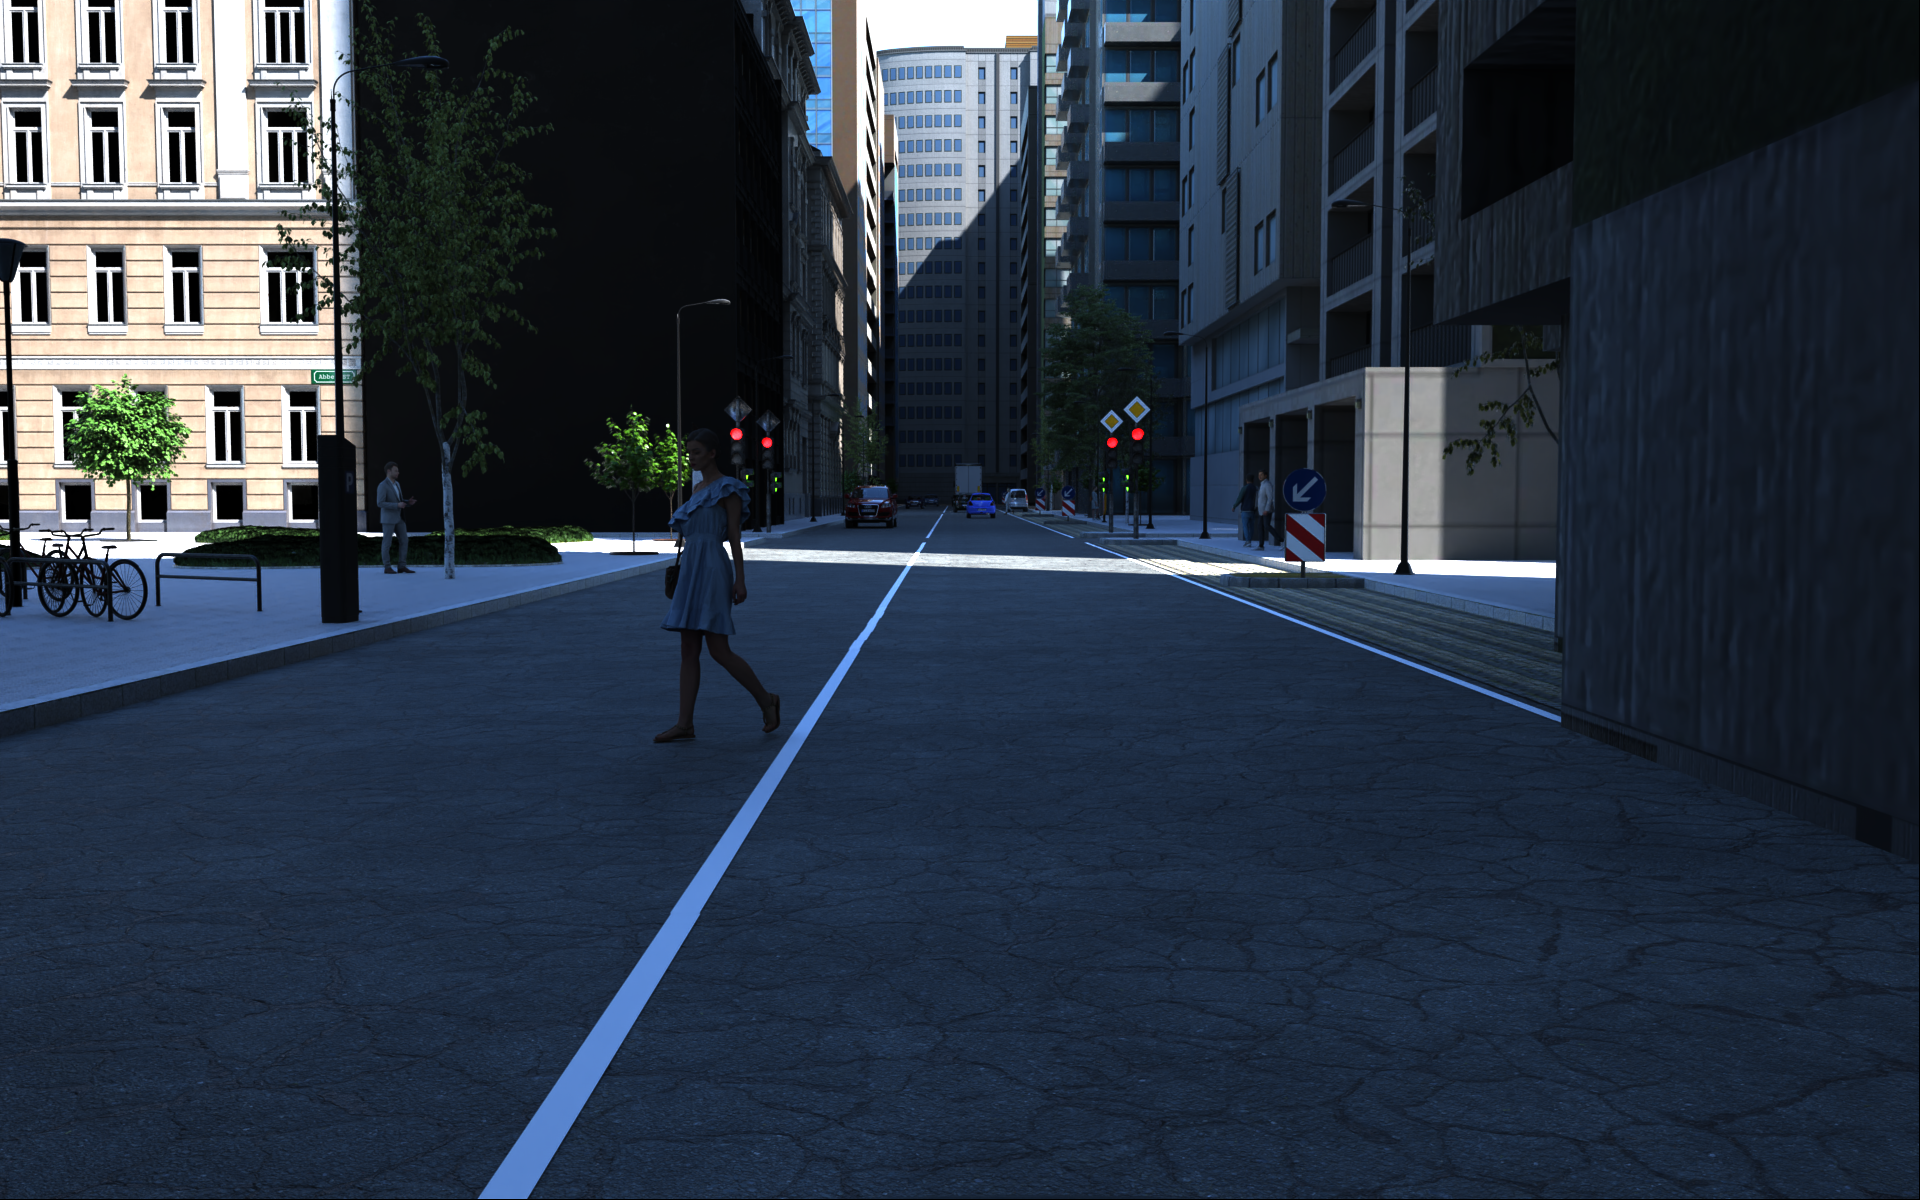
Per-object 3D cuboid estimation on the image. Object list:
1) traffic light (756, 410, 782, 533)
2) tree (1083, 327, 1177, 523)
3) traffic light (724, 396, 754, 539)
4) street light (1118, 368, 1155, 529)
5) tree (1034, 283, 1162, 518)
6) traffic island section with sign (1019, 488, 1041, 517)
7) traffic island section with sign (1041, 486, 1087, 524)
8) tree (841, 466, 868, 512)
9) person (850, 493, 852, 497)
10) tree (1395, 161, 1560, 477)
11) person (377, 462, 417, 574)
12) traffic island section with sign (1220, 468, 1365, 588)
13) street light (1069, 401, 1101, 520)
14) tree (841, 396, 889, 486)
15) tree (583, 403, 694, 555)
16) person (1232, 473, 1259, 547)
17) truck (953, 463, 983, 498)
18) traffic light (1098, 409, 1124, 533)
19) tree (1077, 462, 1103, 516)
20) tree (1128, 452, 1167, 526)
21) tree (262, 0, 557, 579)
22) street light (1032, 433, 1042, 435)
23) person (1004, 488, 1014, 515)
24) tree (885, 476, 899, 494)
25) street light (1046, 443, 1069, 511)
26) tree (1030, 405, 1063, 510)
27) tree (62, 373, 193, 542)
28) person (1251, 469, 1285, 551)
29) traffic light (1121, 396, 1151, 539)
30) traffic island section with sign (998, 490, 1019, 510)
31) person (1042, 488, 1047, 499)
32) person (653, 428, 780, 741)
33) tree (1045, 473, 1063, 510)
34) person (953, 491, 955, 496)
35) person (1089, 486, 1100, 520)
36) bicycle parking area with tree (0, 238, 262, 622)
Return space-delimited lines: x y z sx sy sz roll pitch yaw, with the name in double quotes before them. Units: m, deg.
"traffic light" -6.349 -4.197 57.541 0.839 4.253 0.868 0 4 0
"tree" 7.309 -7.635 75.189 4.360 8.622 3.978 0 3 0
"traffic light" -6.328 -3.709 49.555 0.839 4.253 0.868 0 4 0
"street light" 6.488 -5.582 63.811 1.470 5.913 1.316 0 4 0
"tree" 7.417 -10.735 93.639 7.486 12.596 7.792 0 3 0
"traffic island section with sign" 4.922 -6.168 109.467 1.989 1.847 2.006 0 4 0
"traffic island section with sign" 4.992 -4.506 82.299 1.989 1.847 2.006 0 4 0
"tree" -7.371 -7.615 119.114 1.663 3.219 1.824 0 3 0
"person" -7.887 -7.294 125.567 0.573 1.790 0.520 -2 4 -34
"tree" 7.958 -4.415 22.545 4.360 8.622 3.978 0 3 0
"person" -9.068 -1.325 27.907 0.583 1.804 0.606 1 4 10
"traffic island section with sign" 5.135 -1.131 27.122 1.989 1.847 2.006 0 4 0
"street light" 6.370 -6.978 86.633 1.470 5.913 1.316 0 4 0
"tree" -7.091 -10.958 129.523 4.737 8.622 4.395 0 3 0
"tree" -6.893 -2.582 36.811 1.663 3.219 1.824 0 3 0
"person" 7.009 -2.177 41.985 0.623 1.781 0.721 -2 4 -32
"truck" 0.772 -10.702 163.892 2.839 4.237 11.283 0 3 0
"traffic light" 5.013 -4.200 57.586 0.839 4.253 0.868 0 4 0
"tree" 7.875 -6.498 100.835 1.663 3.219 1.824 0 3 0
"tree" 7.315 -4.644 70.525 1.663 3.219 1.824 0 3 0
"tree" -7.859 -4.615 25.811 4.737 8.622 4.395 0 3 0
"street light" 6.185 -9.758 132.083 1.470 5.913 1.316 0 4 0
"person" 3.437 -6.894 121.098 0.818 1.842 0.514 -1 4 -13
"tree" -7.485 -12.030 191.286 1.663 3.219 1.824 0 3 0
"street light" 6.327 -8.343 108.950 1.470 5.913 1.316 0 4 0
"tree" 7.198 -11.323 135.485 4.737 8.622 4.395 0 3 0
"tree" -22.552 -3.863 46.875 4.285 4.588 4.351 0 3 0
"person" 7.009 -2.043 39.287 0.795 1.843 0.661 0 4 -1
"traffic light" 5.033 -3.711 49.601 0.839 4.253 0.868 0 4 0
"traffic island section with sign" 4.794 -9.250 159.871 1.989 1.847 2.006 0 4 0
"person" 6.726 -8.065 138.620 0.721 1.743 1.217 -1 4 -17
"person" -1.463 -0.096 10.169 0.778 1.811 0.616 -2 4 -32
"tree" 7.566 -8.928 140.579 1.663 3.219 1.824 0 3 0
"person" -0.469 -12.032 205.750 0.750 1.759 0.617 -1 4 -17
"person" 6.583 -4.745 84.624 0.522 1.701 0.512 1 4 9
"bicycle parking area with tree" -12.160 -1.864 17.474 9.016 4.147 8.231 3 5 43
